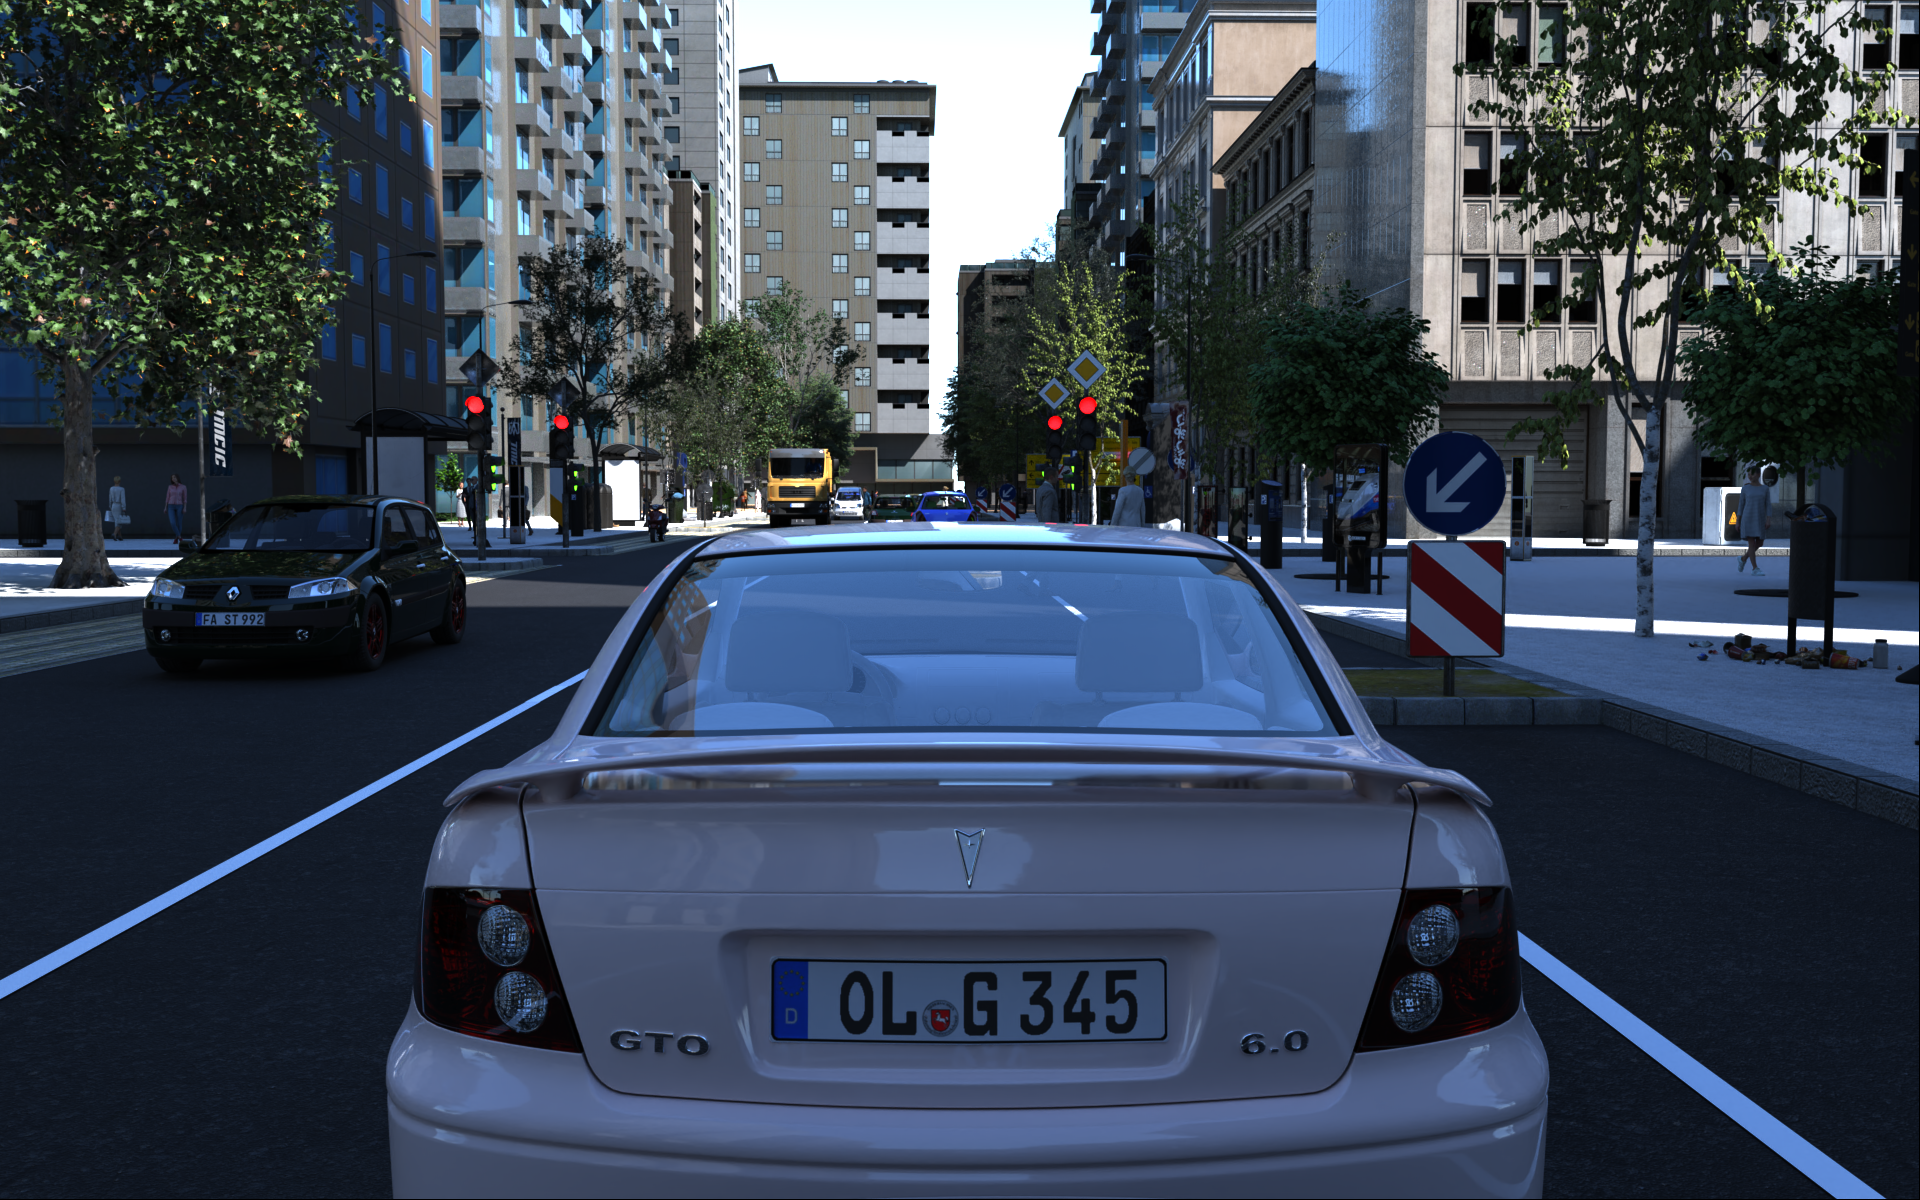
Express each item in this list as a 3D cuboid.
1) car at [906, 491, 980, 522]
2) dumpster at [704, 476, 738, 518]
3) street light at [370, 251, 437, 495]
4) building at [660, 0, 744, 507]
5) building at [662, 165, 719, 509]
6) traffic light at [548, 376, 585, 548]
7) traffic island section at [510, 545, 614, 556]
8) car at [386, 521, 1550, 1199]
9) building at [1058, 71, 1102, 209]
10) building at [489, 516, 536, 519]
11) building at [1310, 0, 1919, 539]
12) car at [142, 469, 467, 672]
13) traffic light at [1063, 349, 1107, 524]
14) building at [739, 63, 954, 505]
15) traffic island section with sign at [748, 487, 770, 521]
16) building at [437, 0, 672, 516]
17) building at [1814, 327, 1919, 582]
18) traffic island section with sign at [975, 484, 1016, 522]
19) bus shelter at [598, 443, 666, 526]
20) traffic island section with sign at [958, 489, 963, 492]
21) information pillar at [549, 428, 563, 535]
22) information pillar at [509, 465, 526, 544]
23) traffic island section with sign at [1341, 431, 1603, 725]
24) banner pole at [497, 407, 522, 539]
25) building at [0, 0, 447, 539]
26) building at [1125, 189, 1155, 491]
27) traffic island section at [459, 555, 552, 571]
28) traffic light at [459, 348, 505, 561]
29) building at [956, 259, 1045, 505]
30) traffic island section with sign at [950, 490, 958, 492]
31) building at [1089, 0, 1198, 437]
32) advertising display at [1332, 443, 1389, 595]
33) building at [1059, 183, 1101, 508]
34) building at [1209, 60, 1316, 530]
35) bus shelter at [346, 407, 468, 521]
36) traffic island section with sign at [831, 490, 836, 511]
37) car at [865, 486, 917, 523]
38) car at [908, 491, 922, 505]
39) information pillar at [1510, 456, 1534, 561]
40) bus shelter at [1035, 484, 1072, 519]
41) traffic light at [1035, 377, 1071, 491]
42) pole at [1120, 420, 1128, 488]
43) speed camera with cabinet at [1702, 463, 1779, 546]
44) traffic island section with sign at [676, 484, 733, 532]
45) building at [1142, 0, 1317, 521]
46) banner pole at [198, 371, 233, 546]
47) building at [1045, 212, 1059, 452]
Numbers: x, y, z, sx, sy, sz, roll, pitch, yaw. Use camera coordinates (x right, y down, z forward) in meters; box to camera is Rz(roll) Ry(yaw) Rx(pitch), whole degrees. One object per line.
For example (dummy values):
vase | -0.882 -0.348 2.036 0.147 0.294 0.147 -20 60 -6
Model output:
car | -0.418 -2.136 44.508 1.945 1.707 3.694 0 4 -3
dumpster | -13.019 -5.650 94.874 1.502 2.255 1.985 0 4 -1
street light | -10.697 -3.711 33.224 1.470 5.913 1.316 0 4 -1
building | -33.143 -44.916 172.631 20.611 71.187 20.563 0 4 -1
building | -29.363 -23.374 153.870 14.160 30.474 14.107 0 4 -1
traffic light | -9.419 -3.207 41.361 0.839 4.253 0.868 0 4 -1
traffic island section | -9.459 -1.175 41.495 2.009 0.180 2.903 0 4 -1
car | 0.009 0.479 4.537 2.083 1.381 4.827 0 3 0
building | 27.367 -38.741 222.650 27.495 52.752 28.713 0 4 -1
building | -33.828 -29.370 99.808 23.786 49.044 30.456 0 4 -1
building | 22.398 -14.459 54.428 19.932 24.808 12.078 0 4 -1
car | -5.612 -0.332 15.210 2.009 1.686 4.222 0 4 -2
traffic light | 2.430 -2.737 33.672 0.839 4.253 0.868 0 4 -1
building | -14.699 -38.659 221.311 27.495 52.752 28.713 0 4 -1
traffic island section with sign | -10.382 -5.187 93.437 1.989 1.847 2.006 0 4 -1
building | -33.947 -31.261 130.733 23.786 49.044 30.456 0 4 -1
building | 23.410 -35.222 14.136 20.563 71.187 20.611 0 4 -1
traffic island section with sign | 1.682 -3.531 66.361 1.989 1.847 2.006 0 4 -1
bus shelter | -13.485 -4.722 71.131 2.014 3.302 5.546 0 4 -1
traffic island section with sign | 1.033 -5.232 94.169 1.989 1.847 2.006 0 4 -1
information pillar | -12.692 -3.873 54.676 0.504 3.616 0.183 0 4 -2
information pillar | -11.346 -2.440 44.379 0.304 2.012 0.304 1 4 11
traffic island section with sign | 2.994 -0.187 11.694 1.989 1.847 2.006 0 4 -1
banner pole | -12.970 -3.664 49.929 0.863 3.779 0.401 1 4 23
building | -25.368 -24.733 54.502 14.600 45.320 14.200 0 4 -1
building | 17.536 -17.108 109.394 12.332 23.373 15.834 0 4 -1
traffic island section | -9.268 -0.687 33.512 2.009 0.180 2.903 0 4 -1
traffic light | -9.227 -2.719 33.378 0.839 4.253 0.868 0 4 -1
building | 6.689 -27.175 216.018 14.107 30.474 14.160 0 4 -1
traffic island section with sign | -0.809 -9.926 170.916 1.989 1.847 2.006 0 4 -1
building | 22.291 -31.816 139.794 23.786 49.044 30.456 0 4 -1
advertising display | 5.165 -1.050 22.389 0.123 1.923 0.974 -2 4 -25
building | 17.242 -23.956 163.383 14.160 30.474 14.107 0 4 -1
building | 17.055 -12.628 71.090 10.561 19.102 19.286 0 4 -1
bus shelter | -13.340 -3.008 43.107 2.014 3.302 5.546 0 4 -2
traffic island section with sign | -12.213 -9.884 170.230 1.989 1.847 2.006 0 4 -1
car | -2.124 -2.882 56.910 2.009 1.686 4.222 0 4 -1
car | -2.578 -5.455 99.406 2.015 1.641 3.980 0 3 0
information pillar | 10.762 -1.755 33.179 0.304 2.012 0.304 -3 5 -41
bus shelter | 4.869 -5.910 90.553 2.014 3.302 5.546 0 4 -1
traffic light | 2.239 -3.225 41.655 0.839 4.253 0.868 0 4 -1
pole | 4.512 -3.291 47.648 0.158 3.312 0.155 0 3 0
speed camera with cabinet | 19.529 -2.992 43.250 2.038 3.252 0.660 -2 4 -25
traffic island section with sign | -9.728 -3.515 66.099 1.989 1.847 2.006 0 4 -1
building | 17.612 -18.628 90.480 13.634 28.700 20.117 0 4 -1
banner pole | -13.019 -2.456 30.175 0.863 3.779 0.401 1 4 15
building | 16.576 -24.827 177.630 14.160 30.474 14.107 0 4 -1
